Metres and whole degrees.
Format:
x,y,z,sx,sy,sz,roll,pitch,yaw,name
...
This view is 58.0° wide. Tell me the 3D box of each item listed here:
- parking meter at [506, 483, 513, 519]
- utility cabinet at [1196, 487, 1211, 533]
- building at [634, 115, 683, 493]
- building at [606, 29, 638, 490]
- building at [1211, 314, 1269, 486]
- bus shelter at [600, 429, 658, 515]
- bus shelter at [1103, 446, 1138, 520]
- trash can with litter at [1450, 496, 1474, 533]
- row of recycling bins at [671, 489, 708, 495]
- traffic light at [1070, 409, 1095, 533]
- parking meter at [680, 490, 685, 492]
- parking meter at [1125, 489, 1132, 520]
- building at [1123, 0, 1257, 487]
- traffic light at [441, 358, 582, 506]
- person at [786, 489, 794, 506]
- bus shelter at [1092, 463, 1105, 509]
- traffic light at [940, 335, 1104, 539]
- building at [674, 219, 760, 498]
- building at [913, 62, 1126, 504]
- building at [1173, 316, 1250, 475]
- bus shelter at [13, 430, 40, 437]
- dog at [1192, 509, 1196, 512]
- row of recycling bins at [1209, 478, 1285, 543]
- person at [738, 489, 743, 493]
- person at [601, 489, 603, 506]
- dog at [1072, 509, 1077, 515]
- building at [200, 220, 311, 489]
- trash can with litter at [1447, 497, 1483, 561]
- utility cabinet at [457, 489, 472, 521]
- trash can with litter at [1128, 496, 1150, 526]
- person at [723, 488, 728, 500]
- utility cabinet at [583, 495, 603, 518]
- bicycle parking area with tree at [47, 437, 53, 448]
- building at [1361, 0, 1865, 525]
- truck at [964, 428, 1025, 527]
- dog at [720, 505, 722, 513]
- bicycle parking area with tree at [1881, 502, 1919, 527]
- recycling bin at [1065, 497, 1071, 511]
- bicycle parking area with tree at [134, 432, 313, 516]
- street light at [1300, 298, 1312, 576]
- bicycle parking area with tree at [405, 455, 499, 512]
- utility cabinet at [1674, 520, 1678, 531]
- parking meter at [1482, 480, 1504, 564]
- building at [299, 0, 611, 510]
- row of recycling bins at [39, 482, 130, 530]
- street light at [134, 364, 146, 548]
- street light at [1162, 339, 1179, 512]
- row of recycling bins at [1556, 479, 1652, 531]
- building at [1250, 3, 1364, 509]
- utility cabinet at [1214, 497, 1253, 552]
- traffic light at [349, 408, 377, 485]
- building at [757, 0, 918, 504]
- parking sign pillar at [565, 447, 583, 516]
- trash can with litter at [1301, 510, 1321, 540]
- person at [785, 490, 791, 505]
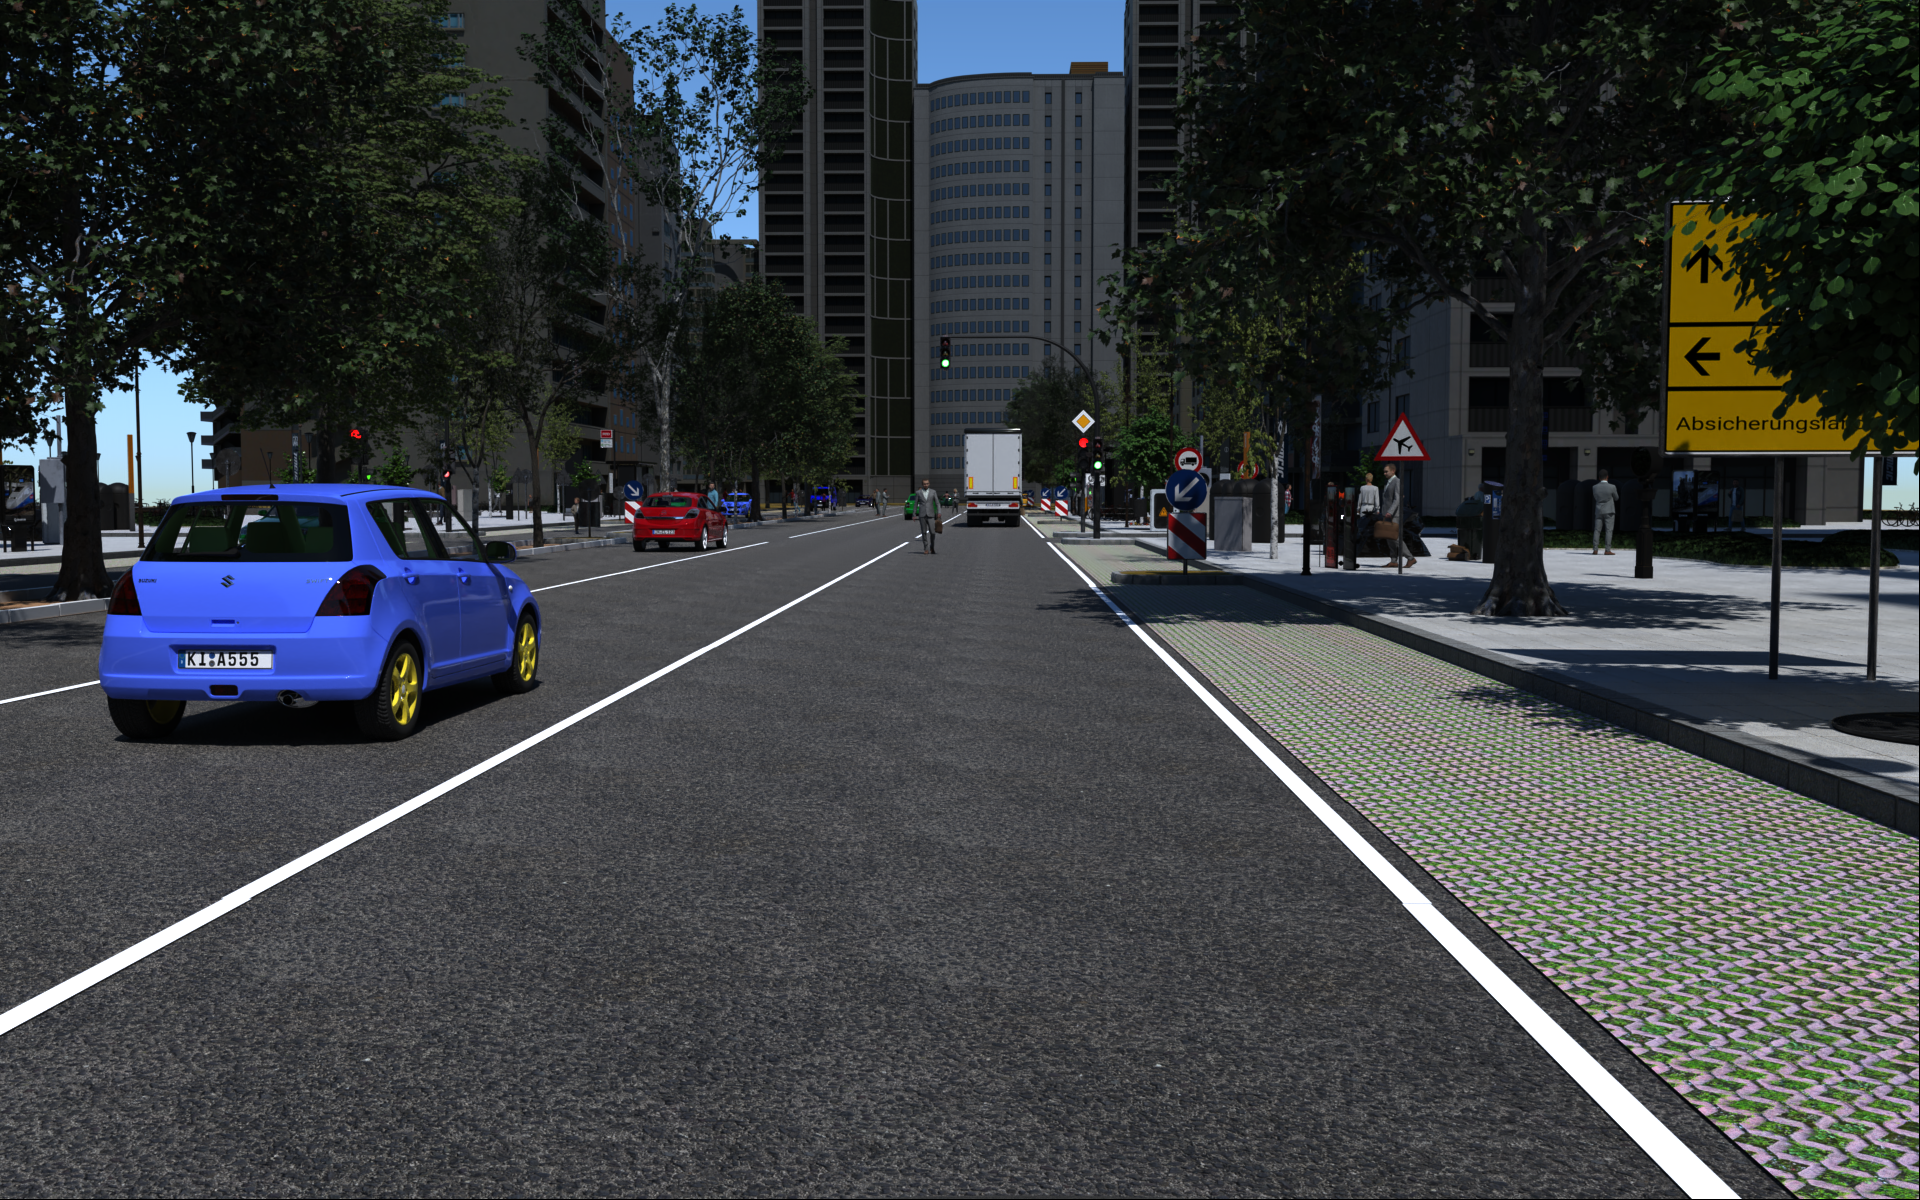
x,y,z,sx,sy,sz,roll,pitch,yaw,name
-22.759,-5.001,87.483,0.255,1.863,0.399,0,4,7,parking meter
8.326,-2.937,56.697,1.173,1.500,0.318,0,4,7,utility cabinet
-38.000,-30.917,189.092,14.086,41.232,14.154,0,4,1,building
-38.803,-31.342,162.558,14.600,45.320,14.200,0,4,1,building
38.741,-28.137,151.923,32.217,40.220,23.993,0,4,1,building
-21.182,-8.110,110.231,2.179,5.291,8.768,0,4,1,bus shelter
8.091,-5.944,88.460,1.731,3.624,6.357,0,4,1,bus shelter
16.894,-2.859,57.804,1.678,1.210,2.233,2,4,35,trash can with litter
-20.622,-7.604,131.436,3.534,1.692,1.069,-2,4,-25,row of recycling bins
4.082,-4.205,57.665,0.839,4.253,0.868,0,4,1,traffic light
-18.725,-6.629,116.802,0.372,1.533,0.369,0,3,0,parking meter
8.236,-4.664,84.674,0.372,1.533,0.369,0,3,0,parking meter
33.267,-48.908,237.897,20.611,71.187,20.563,0,4,1,building
-15.081,-5.104,58.110,4.771,5.953,1.251,0,4,1,traffic light
-17.604,-10.776,182.171,1.348,1.831,0.705,1,4,18,person
9.199,-7.392,114.786,2.014,3.302,5.546,0,4,1,bus shelter
1.811,-4.582,49.587,4.771,5.953,1.251,0,4,1,traffic light
-38.755,-33.973,247.335,23.993,40.220,32.217,0,4,1,building
7.874,-42.687,239.923,28.212,58.520,21.231,0,4,1,building
37.223,-20.460,179.554,27.650,21.520,28.899,0,4,1,building
-23.415,-2.788,39.505,2.014,3.302,5.546,0,4,1,bus shelter
10.607,-3.980,79.449,0.800,0.831,0.513,1,4,10,dog
7.712,-2.430,46.842,1.069,1.692,3.534,-1,4,-16,row of recycling bins
-23.398,-10.916,184.530,1.348,1.822,0.705,0,4,4,person
-30.316,-8.553,146.611,1.217,1.735,0.721,-3,5,-42,person
6.926,-5.270,103.904,0.748,0.427,0.550,-3,5,-39,dog
-72.775,-32.924,188.416,14.200,45.320,14.600,0,4,1,building
9.843,-1.353,33.515,0.624,1.170,1.055,2,4,35,trash can with litter
-23.210,-4.432,81.144,0.318,1.500,1.173,0,4,3,utility cabinet
7.801,-3.663,70.950,2.233,1.210,1.678,-1,4,-9,trash can with litter
-21.384,-9.317,158.345,0.705,1.831,1.348,-2,4,-33,person
-19.477,-4.933,91.811,1.020,1.237,0.306,1,4,17,utility cabinet
-47.071,-5.980,84.777,8.231,4.147,9.016,-3,5,-45,bicycle parking area with tree
31.136,-39.190,79.013,20.611,71.187,20.563,0,4,1,building
1.573,-5.523,79.211,2.839,4.237,11.283,0,4,2,truck
-15.555,-5.819,111.969,0.800,0.831,0.513,3,5,39,dog
39.847,-4.798,65.453,9.016,4.147,8.231,2,4,30,bicycle parking area with tree
8.282,-7.091,128.485,0.722,1.027,0.722,-2,4,-30,recycling bin
-32.927,-5.730,80.688,8.231,4.147,9.016,0,4,4,bicycle parking area with tree
5.470,-3.327,27.185,0.468,5.910,1.993,0,4,1,street light
-38.657,-8.484,125.717,9.016,4.147,8.231,-2,4,-32,bicycle parking area with tree
23.874,-2.833,57.474,0.306,1.237,1.020,2,4,26,utility cabinet
9.871,-1.445,32.040,0.372,1.533,0.369,0,3,0,parking meter
-42.292,-31.848,144.409,21.300,48.544,21.600,0,4,1,building
-30.685,-3.294,60.972,1.069,1.692,3.534,1,4,22,row of recycling bins
-19.521,-4.180,41.135,0.468,5.910,1.993,0,4,1,street light
6.010,-4.674,49.213,0.468,5.910,1.993,0,4,1,street light
17.673,-2.480,47.661,1.069,1.692,3.534,-1,4,-17,row of recycling bins
31.749,-28.296,117.263,22.147,44.769,28.867,0,4,1,building
6.170,-1.709,39.111,0.306,1.237,1.020,-2,4,-30,utility cabinet
-17.352,-3.744,50.139,0.839,4.253,0.868,0,4,1,traffic light
-16.528,-49.050,240.214,20.611,71.187,20.563,0,4,1,building
-22.302,-6.855,100.551,1.447,3.967,1.447,2,4,32,parking sign pillar
9.981,-2.251,48.187,1.055,1.170,0.624,3,5,43,trash can with litter
-20.251,-11.985,202.512,0.721,1.766,1.217,3,5,39,person
